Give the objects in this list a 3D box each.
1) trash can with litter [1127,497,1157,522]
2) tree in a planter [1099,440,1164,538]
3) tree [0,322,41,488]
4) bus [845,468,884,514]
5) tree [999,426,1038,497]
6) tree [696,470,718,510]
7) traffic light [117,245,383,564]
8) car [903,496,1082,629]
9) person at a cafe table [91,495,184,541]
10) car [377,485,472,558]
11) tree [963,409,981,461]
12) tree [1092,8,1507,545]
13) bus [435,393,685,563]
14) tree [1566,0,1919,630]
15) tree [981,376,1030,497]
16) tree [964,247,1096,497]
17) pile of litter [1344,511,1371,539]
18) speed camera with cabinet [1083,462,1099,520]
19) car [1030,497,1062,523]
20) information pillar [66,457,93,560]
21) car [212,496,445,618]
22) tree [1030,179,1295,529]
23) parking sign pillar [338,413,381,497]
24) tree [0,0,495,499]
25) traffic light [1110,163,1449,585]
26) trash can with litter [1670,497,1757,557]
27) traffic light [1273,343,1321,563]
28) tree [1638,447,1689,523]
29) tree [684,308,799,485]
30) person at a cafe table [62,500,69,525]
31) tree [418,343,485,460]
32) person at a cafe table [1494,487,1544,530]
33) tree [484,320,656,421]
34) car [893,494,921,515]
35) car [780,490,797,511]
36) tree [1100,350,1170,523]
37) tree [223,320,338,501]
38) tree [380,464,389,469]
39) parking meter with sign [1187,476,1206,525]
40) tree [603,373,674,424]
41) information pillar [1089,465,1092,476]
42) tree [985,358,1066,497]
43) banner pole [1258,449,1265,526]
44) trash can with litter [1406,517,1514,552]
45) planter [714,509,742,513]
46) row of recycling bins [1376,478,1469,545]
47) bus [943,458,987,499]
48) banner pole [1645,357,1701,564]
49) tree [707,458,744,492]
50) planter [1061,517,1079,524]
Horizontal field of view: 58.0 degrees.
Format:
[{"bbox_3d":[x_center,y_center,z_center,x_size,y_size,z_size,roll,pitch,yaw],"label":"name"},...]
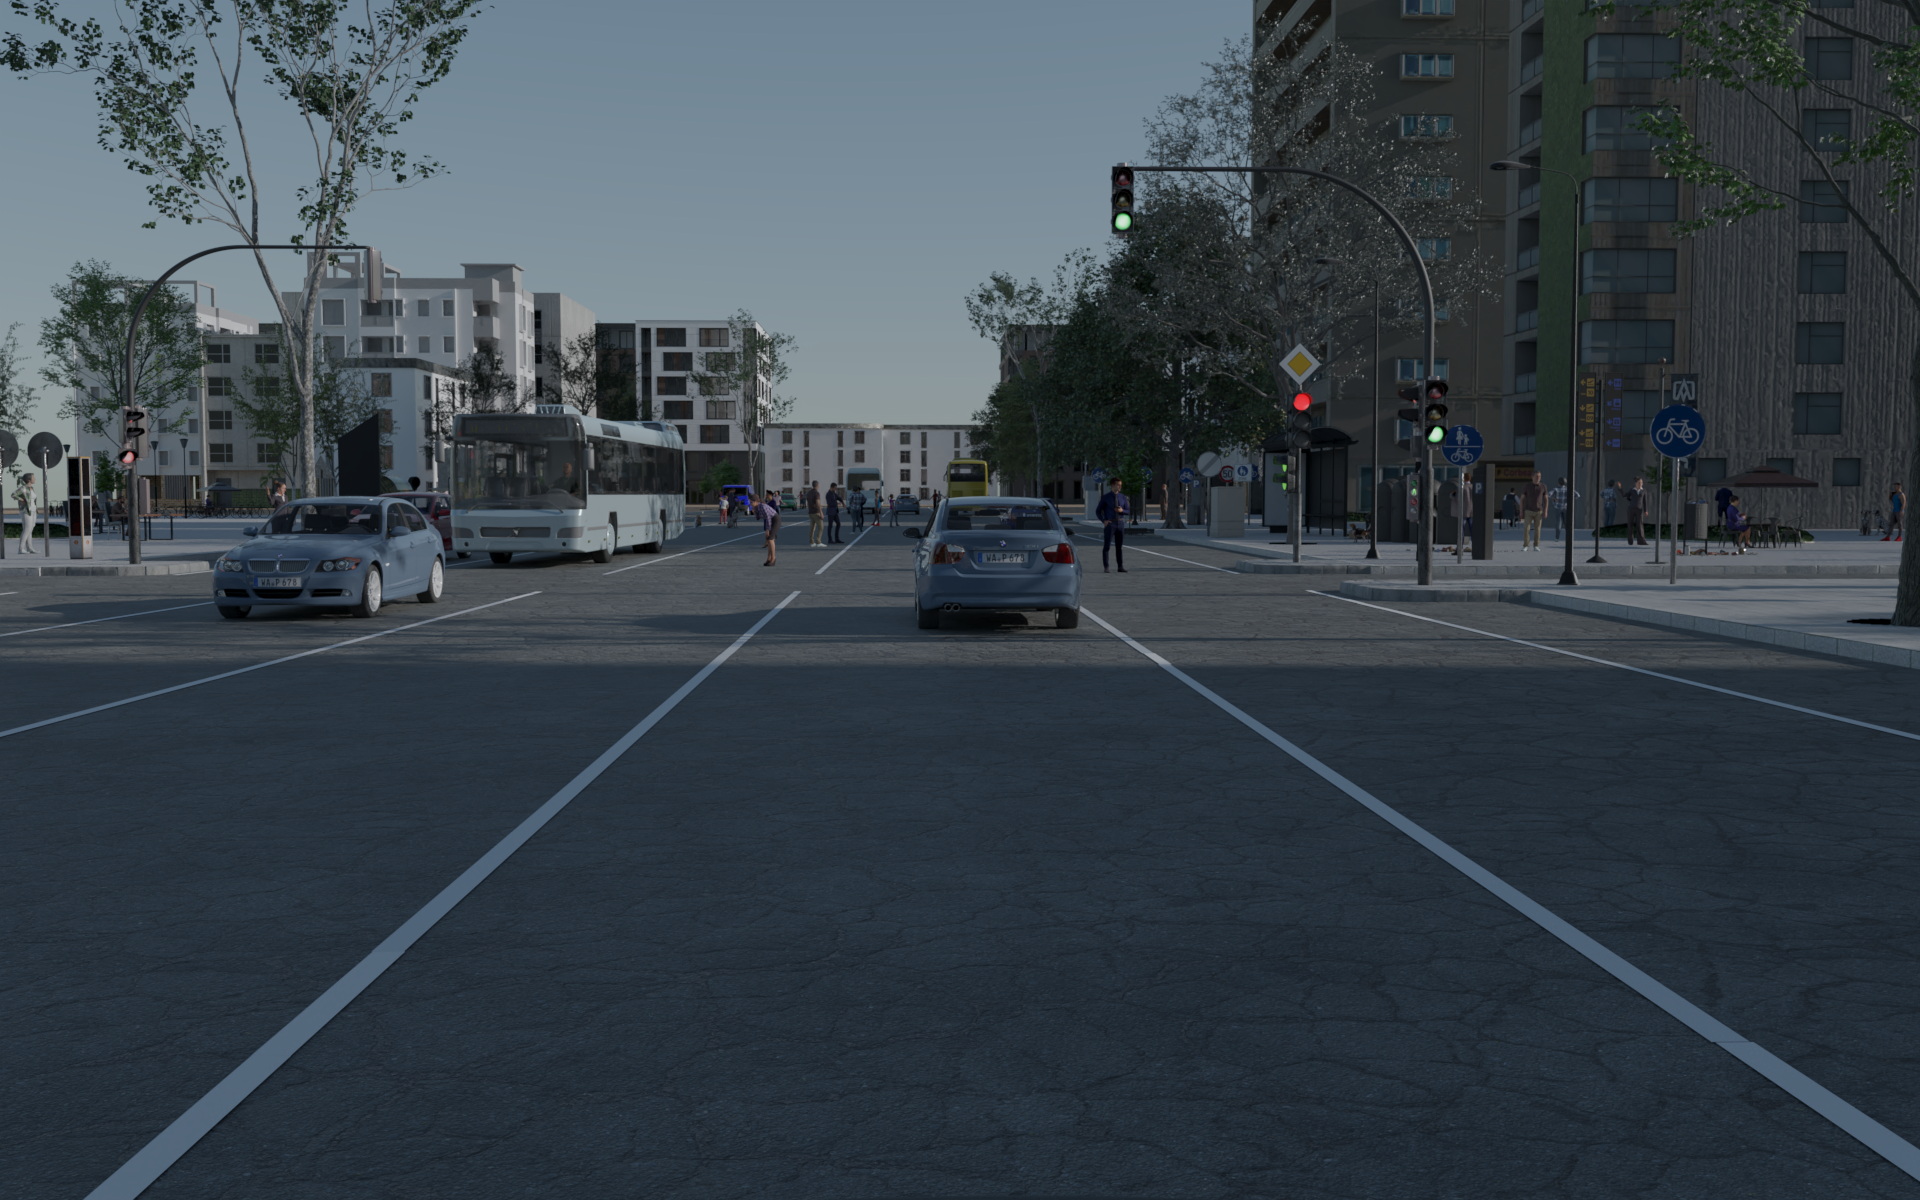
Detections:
[{"bbox_3d":[7.966,-4.217,80.002,2.233,1.210,1.678,0,4,7],"label":"trash can with litter"},{"bbox_3d":[5.596,-3.654,56.965,1.991,3.239,1.994,0,4,-2],"label":"tree in a planter"},{"bbox_3d":[-38.809,-7.275,69.308,4.360,8.622,3.978,0,3,0],"label":"tree"},{"bbox_3d":[-7.125,-8.194,128.838,2.948,3.499,13.247,0,4,-3],"label":"bus"},{"bbox_3d":[5.616,-12.464,154.147,4.360,8.622,3.978,0,3,0],"label":"tree"},{"bbox_3d":[-20.803,-8.962,141.135,1.663,3.219,1.824,0,3,0],"label":"tree"},{"bbox_3d":[-13.019,-3.490,31.736,4.771,5.953,1.251,0,4,-2],"label":"traffic light"},{"bbox_3d":[0.356,-0.472,19.715,2.014,1.417,4.499,0,4,-2],"label":"car"},{"bbox_3d":[-22.821,-2.270,47.981,1.726,1.238,1.698,1,4,15],"label":"person at a cafe table"},{"bbox_3d":[-11.837,-1.722,37.200,2.155,1.783,4.494,0,4,0],"label":"car"},{"bbox_3d":[5.046,-15.513,170.640,9.611,12.733,9.660,0,3,0],"label":"tree"},{"bbox_3d":[8.462,-8.160,43.789,12.009,13.543,11.850,0,3,0],"label":"tree"},{"bbox_3d":[-8.464,-2.678,38.641,2.948,3.499,13.247,0,3,0],"label":"bus"},{"bbox_3d":[9.366,-5.542,16.362,9.928,11.665,9.643,0,3,0],"label":"tree"},{"bbox_3d":[7.716,-10.894,95.122,9.611,12.733,9.660,0,3,0],"label":"tree"},{"bbox_3d":[7.533,-16.885,131.960,12.611,20.169,13.585,0,3,0],"label":"tree"},{"bbox_3d":[11.582,-2.183,49.651,1.719,0.858,1.176,-3,4,-36],"label":"pile of litter"},{"bbox_3d":[6.589,-5.671,87.058,0.660,3.252,2.038,0,4,-2],"label":"speed camera with cabinet"},{"bbox_3d":[2.191,-2.546,54.204,1.945,1.354,3.894,0,4,-2],"label":"car"},{"bbox_3d":[-17.290,-1.806,34.022,0.304,2.012,0.304,0,4,8],"label":"information pillar"},{"bbox_3d":[-7.699,-0.583,21.529,2.014,1.417,4.499,0,4,-2],"label":"car"},{"bbox_3d":[7.978,-8.954,63.400,9.611,12.733,9.660,0,3,0],"label":"tree"},{"bbox_3d":[-19.903,-4.216,57.410,1.447,3.967,1.447,-1,4,-13],"label":"parking sign pillar"},{"bbox_3d":[-19.233,-11.747,47.949,12.611,20.169,13.585,0,3,0],"label":"tree"},{"bbox_3d":[4.434,-3.024,24.106,4.771,5.953,1.251,0,4,-2],"label":"traffic light"},{"bbox_3d":[15.902,-1.552,36.438,2.233,1.210,1.678,-1,4,-9],"label":"trash can with litter"},{"bbox_3d":[6.284,-2.653,32.291,0.839,4.253,0.868,0,4,-2],"label":"traffic light"},{"bbox_3d":[24.985,-4.056,60.923,1.663,3.219,1.824,0,3,0],"label":"tree"},{"bbox_3d":[-22.785,-19.784,179.359,12.611,20.169,13.585,0,3,0],"label":"tree"},{"bbox_3d":[-28.277,-2.781,56.322,1.726,1.238,1.698,1,4,11],"label":"person at a cafe table"},{"bbox_3d":[-28.526,-10.286,102.593,7.601,10.594,8.767,0,4,1],"label":"tree"},{"bbox_3d":[19.849,-3.264,61.876,1.698,1.524,1.622,3,4,36],"label":"person at a cafe table"},{"bbox_3d":[-19.585,-9.626,91.797,7.601,10.594,8.767,-3,4,-39],"label":"tree"},{"bbox_3d":[-3.745,-6.720,121.878,2.014,1.417,4.499,0,4,-3],"label":"car"},{"bbox_3d":[-14.907,-8.520,148.103,1.959,1.807,4.718,0,4,-2],"label":"car"},{"bbox_3d":[7.401,-7.692,76.130,4.360,8.622,3.978,0,3,0],"label":"tree"},{"bbox_3d":[-27.759,-7.403,71.398,4.737,8.622,4.395,0,3,0],"label":"tree"},{"bbox_3d":[-31.334,-6.019,93.004,1.663,3.219,1.824,0,3,0],"label":"tree"},{"bbox_3d":[9.910,-4.643,72.179,0.543,3.016,1.738,2,4,24],"label":"parking meter with sign"},{"bbox_3d":[-19.115,-9.209,100.922,4.737,8.622,4.395,0,3,0],"label":"tree"},{"bbox_3d":[7.729,-6.778,102.170,0.183,3.616,0.504,2,4,32],"label":"information pillar"},{"bbox_3d":[6.007,-13.902,145.432,7.486,12.596,7.792,0,3,0],"label":"tree"},{"bbox_3d":[12.167,-4.875,69.722,0.401,3.779,0.863,-1,4,-15],"label":"banner pole"},{"bbox_3d":[11.062,-1.689,38.669,1.678,1.210,2.233,-3,5,-40],"label":"trash can with litter"},{"bbox_3d":[-17.873,-6.877,133.579,1.991,0.319,1.994,0,4,-2],"label":"planter"},{"bbox_3d":[12.043,-2.338,45.333,1.069,1.692,3.534,-1,4,-21],"label":"row of recycling bins"},{"bbox_3d":[0.378,-7.625,116.211,2.896,3.916,12.252,0,4,-1],"label":"bus"},{"bbox_3d":[13.074,-2.553,31.753,0.863,3.779,0.401,1,4,16],"label":"banner pole"},{"bbox_3d":[-21.329,-10.622,157.377,4.285,4.588,4.351,0,3,0],"label":"tree"},{"bbox_3d":[4.754,-3.892,84.769,1.991,0.319,1.994,0,4,-2],"label":"planter"}]
